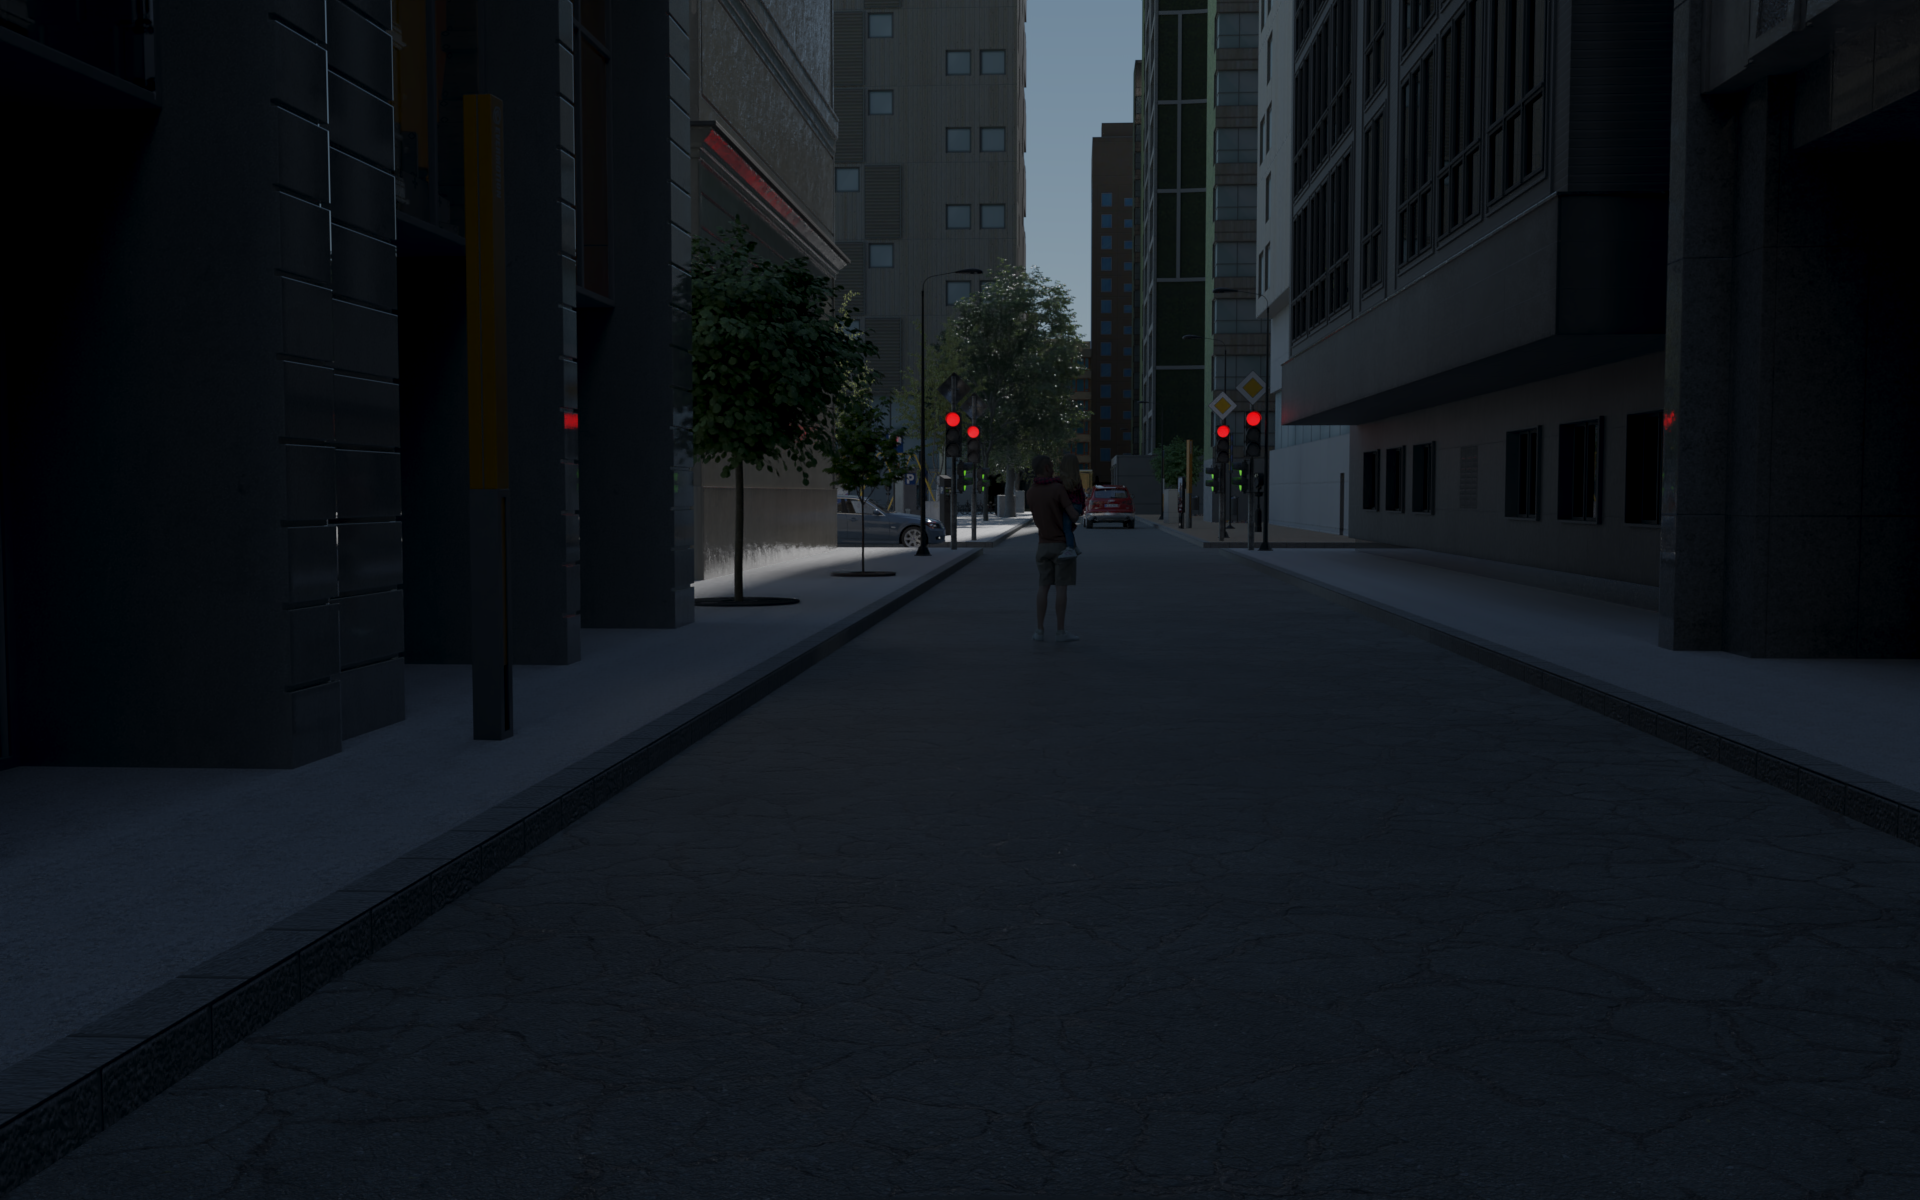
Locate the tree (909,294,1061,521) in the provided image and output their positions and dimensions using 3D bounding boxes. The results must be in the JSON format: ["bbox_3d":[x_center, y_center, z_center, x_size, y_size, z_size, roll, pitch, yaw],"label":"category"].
[{"bbox_3d":[0.989,-9.027,81.998,8.767,10.594,7.601,3,5,40],"label":"tree"}]

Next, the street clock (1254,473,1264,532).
[{"bbox_3d":[10.054,-3.287,58.316,0.358,2.002,0.471,-1,4,-16],"label":"street clock"}]

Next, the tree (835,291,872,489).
[{"bbox_3d":[-4.640,-6.633,58.819,4.360,8.622,3.978,0,3,0],"label":"tree"}]

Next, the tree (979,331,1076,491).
[{"bbox_3d":[4.285,-12.205,117.672,7.486,12.596,7.792,0,3,0],"label":"tree"}]

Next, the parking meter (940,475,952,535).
[{"bbox_3d":[-0.445,-2.937,53.724,0.255,1.863,0.399,-2,4,-28],"label":"parking meter"}]

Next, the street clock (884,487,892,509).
[{"bbox_3d":[-5.017,-7.118,120.956,0.471,2.002,0.358,1,4,19],"label":"street clock"}]

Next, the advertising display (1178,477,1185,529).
[{"bbox_3d":[8.202,-3.605,64.159,0.123,1.923,0.974,0,4,-2],"label":"advertising display"}]

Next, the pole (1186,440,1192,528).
[{"bbox_3d":[8.639,-4.367,65.239,0.158,3.312,0.155,0,3,0],"label":"pole"}]

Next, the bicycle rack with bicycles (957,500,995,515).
[{"bbox_3d":[0.764,-5.728,107.029,2.925,0.926,2.852,1,4,12],"label":"bicycle rack with bicycles"}]

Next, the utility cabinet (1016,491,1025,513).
[{"bbox_3d":[3.692,-6.505,115.027,1.173,1.500,0.318,0,4,7],"label":"utility cabinet"}]

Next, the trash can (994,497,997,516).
[{"bbox_3d":[2.341,-5.510,101.734,0.748,1.137,0.748,0,3,0],"label":"trash can"}]

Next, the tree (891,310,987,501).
[{"bbox_3d":[-0.904,-7.319,70.033,4.737,8.622,4.395,0,3,0],"label":"tree"}]

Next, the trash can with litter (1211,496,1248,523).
[{"bbox_3d":[12.247,-3.993,76.335,1.678,1.210,2.233,-2,4,-32],"label":"trash can with litter"}]

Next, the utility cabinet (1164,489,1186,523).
[{"bbox_3d":[9.417,-4.114,75.941,1.173,1.500,0.318,-3,5,-42],"label":"utility cabinet"}]

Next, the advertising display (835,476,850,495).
[{"bbox_3d":[-3.532,-2.611,47.905,0.974,1.923,0.123,0,4,5],"label":"advertising display"}]

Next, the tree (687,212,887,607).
[{"bbox_3d":[-2.555,-2.231,20.197,4.285,4.588,4.351,0,3,0],"label":"tree"}]

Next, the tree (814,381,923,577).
[{"bbox_3d":[-1.618,-1.985,27.058,1.663,3.219,1.824,0,3,0],"label":"tree"}]

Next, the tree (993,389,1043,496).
[{"bbox_3d":[3.418,-9.436,104.644,4.360,8.622,3.978,0,3,0],"label":"tree"}]

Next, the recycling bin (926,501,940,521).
[{"bbox_3d":[-0.965,-2.929,60.439,0.722,1.027,0.722,1,4,8],"label":"recycling bin"}]

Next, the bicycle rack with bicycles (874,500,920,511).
[{"bbox_3d":[-3.573,-5.387,101.462,2.852,0.926,2.925,-3,4,-37],"label":"bicycle rack with bicycles"}]

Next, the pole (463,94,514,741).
[{"bbox_3d":[-2.450,-0.927,8.996,0.158,3.312,0.155,0,3,0],"label":"pole"}]

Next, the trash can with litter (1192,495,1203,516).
[{"bbox_3d":[14.031,-5.503,101.029,2.233,1.210,1.678,2,4,30],"label":"trash can with litter"}]

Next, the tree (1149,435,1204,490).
[{"bbox_3d":[12.143,-6.872,96.068,4.285,4.588,4.351,0,3,0],"label":"tree"}]

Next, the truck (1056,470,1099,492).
[{"bbox_3d":[9.263,-8.674,137.744,3.469,3.379,9.791,0,4,5],"label":"truck"}]

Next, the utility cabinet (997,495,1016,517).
[{"bbox_3d":[2.593,-5.208,96.306,1.020,1.237,0.306,-2,4,-25],"label":"utility cabinet"}]

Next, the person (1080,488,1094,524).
[{"bbox_3d":[6.045,-4.437,81.803,0.760,1.731,0.466,-3,4,-38],"label":"person"}]

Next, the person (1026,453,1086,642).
[{"bbox_3d":[0.958,-0.518,16.947,0.580,1.828,0.573,-1,4,-9],"label":"person"}]

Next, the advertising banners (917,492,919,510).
[{"bbox_3d":[-3.129,-7.309,115.686,2.074,3.025,0.090,3,5,43],"label":"advertising banners"}]

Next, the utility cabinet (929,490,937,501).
[{"bbox_3d":[-1.154,-5.469,98.093,1.173,1.500,0.318,-1,4,-9],"label":"utility cabinet"}]

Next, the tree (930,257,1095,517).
[{"bbox_3d":[2.807,-11.522,95.047,9.857,13.997,8.962,0,3,0],"label":"tree"}]

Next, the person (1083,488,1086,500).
[{"bbox_3d":[8.796,-6.982,122.538,0.514,1.842,0.818,-1,4,-13],"label":"person"}]
